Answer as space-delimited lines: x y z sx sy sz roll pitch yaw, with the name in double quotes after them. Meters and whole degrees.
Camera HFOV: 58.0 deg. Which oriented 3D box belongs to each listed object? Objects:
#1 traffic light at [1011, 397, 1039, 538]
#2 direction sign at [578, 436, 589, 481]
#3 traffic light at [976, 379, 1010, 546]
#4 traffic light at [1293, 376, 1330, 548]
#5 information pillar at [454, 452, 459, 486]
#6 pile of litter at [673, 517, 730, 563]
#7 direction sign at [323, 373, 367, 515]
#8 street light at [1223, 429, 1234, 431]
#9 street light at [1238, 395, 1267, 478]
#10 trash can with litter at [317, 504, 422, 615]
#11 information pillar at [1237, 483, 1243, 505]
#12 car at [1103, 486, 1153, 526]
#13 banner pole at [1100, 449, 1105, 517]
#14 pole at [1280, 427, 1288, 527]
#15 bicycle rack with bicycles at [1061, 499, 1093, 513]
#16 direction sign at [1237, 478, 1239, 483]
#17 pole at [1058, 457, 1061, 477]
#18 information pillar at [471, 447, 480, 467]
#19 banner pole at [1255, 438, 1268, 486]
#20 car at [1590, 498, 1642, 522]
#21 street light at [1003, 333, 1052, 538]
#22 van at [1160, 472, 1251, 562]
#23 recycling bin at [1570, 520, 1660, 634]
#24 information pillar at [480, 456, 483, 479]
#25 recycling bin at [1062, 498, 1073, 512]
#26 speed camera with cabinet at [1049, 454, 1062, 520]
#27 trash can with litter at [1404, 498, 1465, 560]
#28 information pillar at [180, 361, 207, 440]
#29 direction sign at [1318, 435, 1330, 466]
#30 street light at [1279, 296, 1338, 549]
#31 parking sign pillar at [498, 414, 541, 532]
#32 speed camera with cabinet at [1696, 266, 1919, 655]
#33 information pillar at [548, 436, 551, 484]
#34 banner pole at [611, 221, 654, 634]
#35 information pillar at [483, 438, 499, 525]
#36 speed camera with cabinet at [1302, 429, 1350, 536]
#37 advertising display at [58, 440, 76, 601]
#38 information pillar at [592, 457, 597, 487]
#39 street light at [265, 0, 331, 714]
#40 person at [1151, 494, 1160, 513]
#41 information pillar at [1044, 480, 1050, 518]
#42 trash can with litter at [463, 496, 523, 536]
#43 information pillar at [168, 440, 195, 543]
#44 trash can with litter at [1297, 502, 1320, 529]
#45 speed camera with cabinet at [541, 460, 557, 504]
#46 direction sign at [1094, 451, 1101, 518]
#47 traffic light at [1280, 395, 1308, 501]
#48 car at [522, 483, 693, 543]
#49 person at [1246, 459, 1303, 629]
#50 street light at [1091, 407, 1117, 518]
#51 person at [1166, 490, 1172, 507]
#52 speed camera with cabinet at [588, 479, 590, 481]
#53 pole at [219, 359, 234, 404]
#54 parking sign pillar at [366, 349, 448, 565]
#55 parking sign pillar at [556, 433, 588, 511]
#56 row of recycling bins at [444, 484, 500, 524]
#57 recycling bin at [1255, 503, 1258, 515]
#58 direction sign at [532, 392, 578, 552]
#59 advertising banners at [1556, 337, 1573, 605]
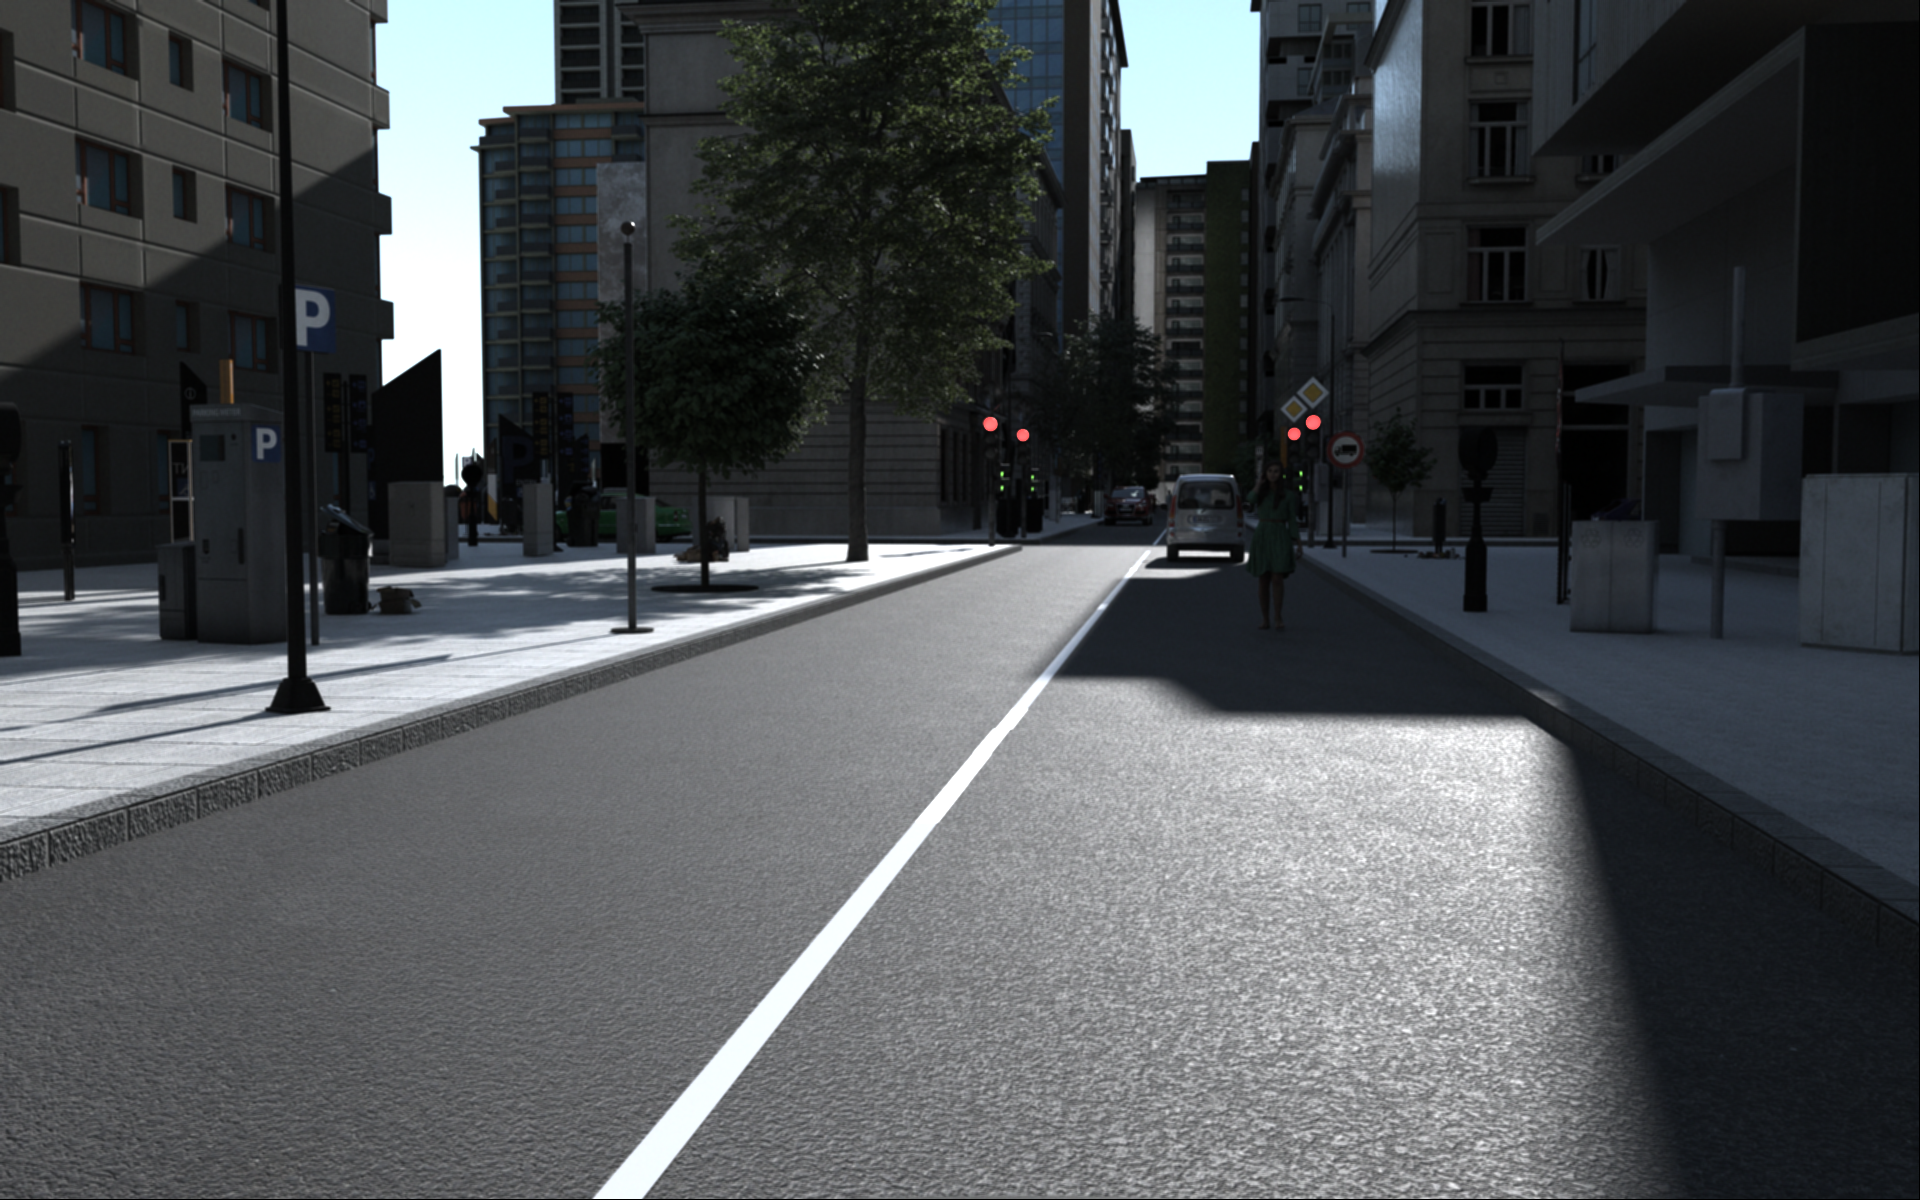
1.874 -3.755 50.315 0.839 4.253 0.868 0 4 8 "traffic light"
-14.965 -4.640 67.854 0.876 3.537 0.379 -1 4 -19 "direction sign"
0.798 -3.271 42.402 0.839 4.253 0.868 0 4 8 "traffic light"
8.392 -3.209 41.389 0.839 4.253 0.868 0 4 8 "traffic light"
-28.401 -6.507 97.749 0.183 3.616 0.504 -2 4 -33 "information pillar"
-4.940 -1.176 33.194 1.176 0.858 1.719 1 4 10 "pile of litter"
-11.564 -2.488 32.677 0.379 3.537 0.876 3 5 39 "direction sign"
19.456 -9.250 123.785 1.470 5.913 1.316 0 4 8 "street light"
13.823 -6.662 81.457 1.470 5.913 1.316 0 4 8 "street light"
-6.345 -0.441 18.603 1.055 1.170 0.624 0 4 -5 "trash can with litter"
18.865 -6.862 116.691 0.304 2.012 0.304 3 5 41 "information pillar"
7.818 -4.363 80.012 2.281 1.827 5.304 1 4 9 "car"
7.916 -6.504 96.353 0.401 3.779 0.863 1 4 21 "banner pole"
9.781 -3.579 52.367 0.158 3.312 0.155 0 3 0 "pole"
7.706 -6.424 118.415 2.925 0.926 2.852 -1 4 -11 "bicycle rack with bicycles"
19.064 -7.753 118.757 0.379 3.537 0.876 1 4 12 "direction sign"
5.496 -6.236 95.795 0.158 3.312 0.155 0 3 0 "pole"
-24.343 -5.826 86.615 0.183 3.616 0.504 -2 4 -30 "information pillar"
13.389 -5.302 76.711 0.863 3.779 0.401 -2 4 -25 "banner pole"
18.117 -1.926 44.070 3.894 1.354 1.945 1 4 9 "car"
1.969 -4.749 50.192 1.470 5.913 1.316 0 4 8 "street light"
5.392 -1.900 38.083 2.013 2.044 4.112 0 4 8 "van"
6.152 -0.227 16.265 0.722 1.027 0.722 2 4 26 "recycling bin"
-26.727 -6.428 96.458 0.504 3.616 0.183 1 4 18 "information pillar"
7.747 -6.874 124.945 0.722 1.027 0.722 1 4 13 "recycling bin"
4.675 -5.544 84.979 0.660 3.252 2.038 0 4 5 "speed camera with cabinet"
9.844 -1.463 34.975 1.678 1.210 2.233 2 4 24 "trash can with litter"
-13.610 -2.413 30.808 0.183 3.616 0.504 2 4 31 "information pillar"
13.879 -4.530 66.068 0.379 3.537 0.876 3 5 42 "direction sign"
8.206 -4.175 40.806 1.470 5.913 1.316 0 4 8 "street light"
-14.772 -4.261 58.141 1.447 3.967 1.447 -2 4 -27 "parking sign pillar"
7.267 -1.242 14.643 0.660 3.252 2.038 -2 4 -27 "speed camera with cabinet"
-16.435 -4.768 69.307 0.183 3.616 0.504 -1 4 -14 "information pillar"
-3.087 -1.603 16.227 0.401 3.779 0.863 -1 4 -10 "banner pole"
-19.437 -4.934 72.027 0.504 3.616 0.183 2 4 32 "information pillar"
11.246 -3.597 53.151 0.660 3.252 2.038 3 5 41 "speed camera with cabinet"
-10.880 -0.973 21.120 0.123 1.923 0.974 -2 4 -25 "advertising display"
-23.304 -7.281 110.406 0.183 3.616 0.504 -3 5 -40 "information pillar"
-3.387 -2.291 10.003 1.470 5.913 1.316 0 4 8 "street light"
14.614 -7.235 130.045 0.557 1.426 1.065 -2 4 -34 "person"
4.645 -5.319 91.459 0.304 2.012 0.304 2 4 30 "information pillar"
-14.277 -2.583 53.282 2.233 1.210 1.678 -2 4 -35 "trash can with litter"
-10.529 -1.167 23.576 0.304 2.012 0.304 0 4 4 "information pillar"
12.931 -3.241 64.373 1.055 1.170 0.624 -3 4 -36 "trash can with litter"
-23.659 -6.527 101.044 2.038 3.252 0.660 -3 4 -36 "speed camera with cabinet"
7.249 -6.077 91.353 0.379 3.537 0.876 -1 4 -20 "direction sign"
9.468 -3.693 49.302 0.839 4.253 0.868 0 4 8 "traffic light"
-9.886 -2.427 48.480 4.718 1.807 1.959 0 4 7 "car"
3.311 -0.584 18.297 0.600 1.795 0.529 0 4 5 "person"
7.678 -7.332 92.411 1.470 5.913 1.316 0 4 8 "street light"
14.049 -6.533 116.311 0.522 1.701 0.512 -3 5 -45 "person"
-23.012 -6.643 102.941 2.038 3.252 0.660 2 4 25 "speed camera with cabinet"
-11.128 -1.989 26.356 0.158 3.312 0.155 0 3 0 "pole"
-10.209 -2.655 31.875 1.447 3.967 1.447 -3 5 -41 "parking sign pillar"
-16.978 -5.341 75.804 1.447 3.967 1.447 -1 4 -22 "parking sign pillar"
-20.599 -4.128 74.599 3.534 1.692 1.069 -3 4 -38 "row of recycling bins"
18.411 -5.672 105.298 0.722 1.027 0.722 3 5 43 "recycling bin"
-9.035 -2.846 38.527 0.876 3.537 0.379 -1 4 -15 "direction sign"
7.086 -1.477 20.331 0.090 3.025 2.074 2 4 23 "advertising banners"
